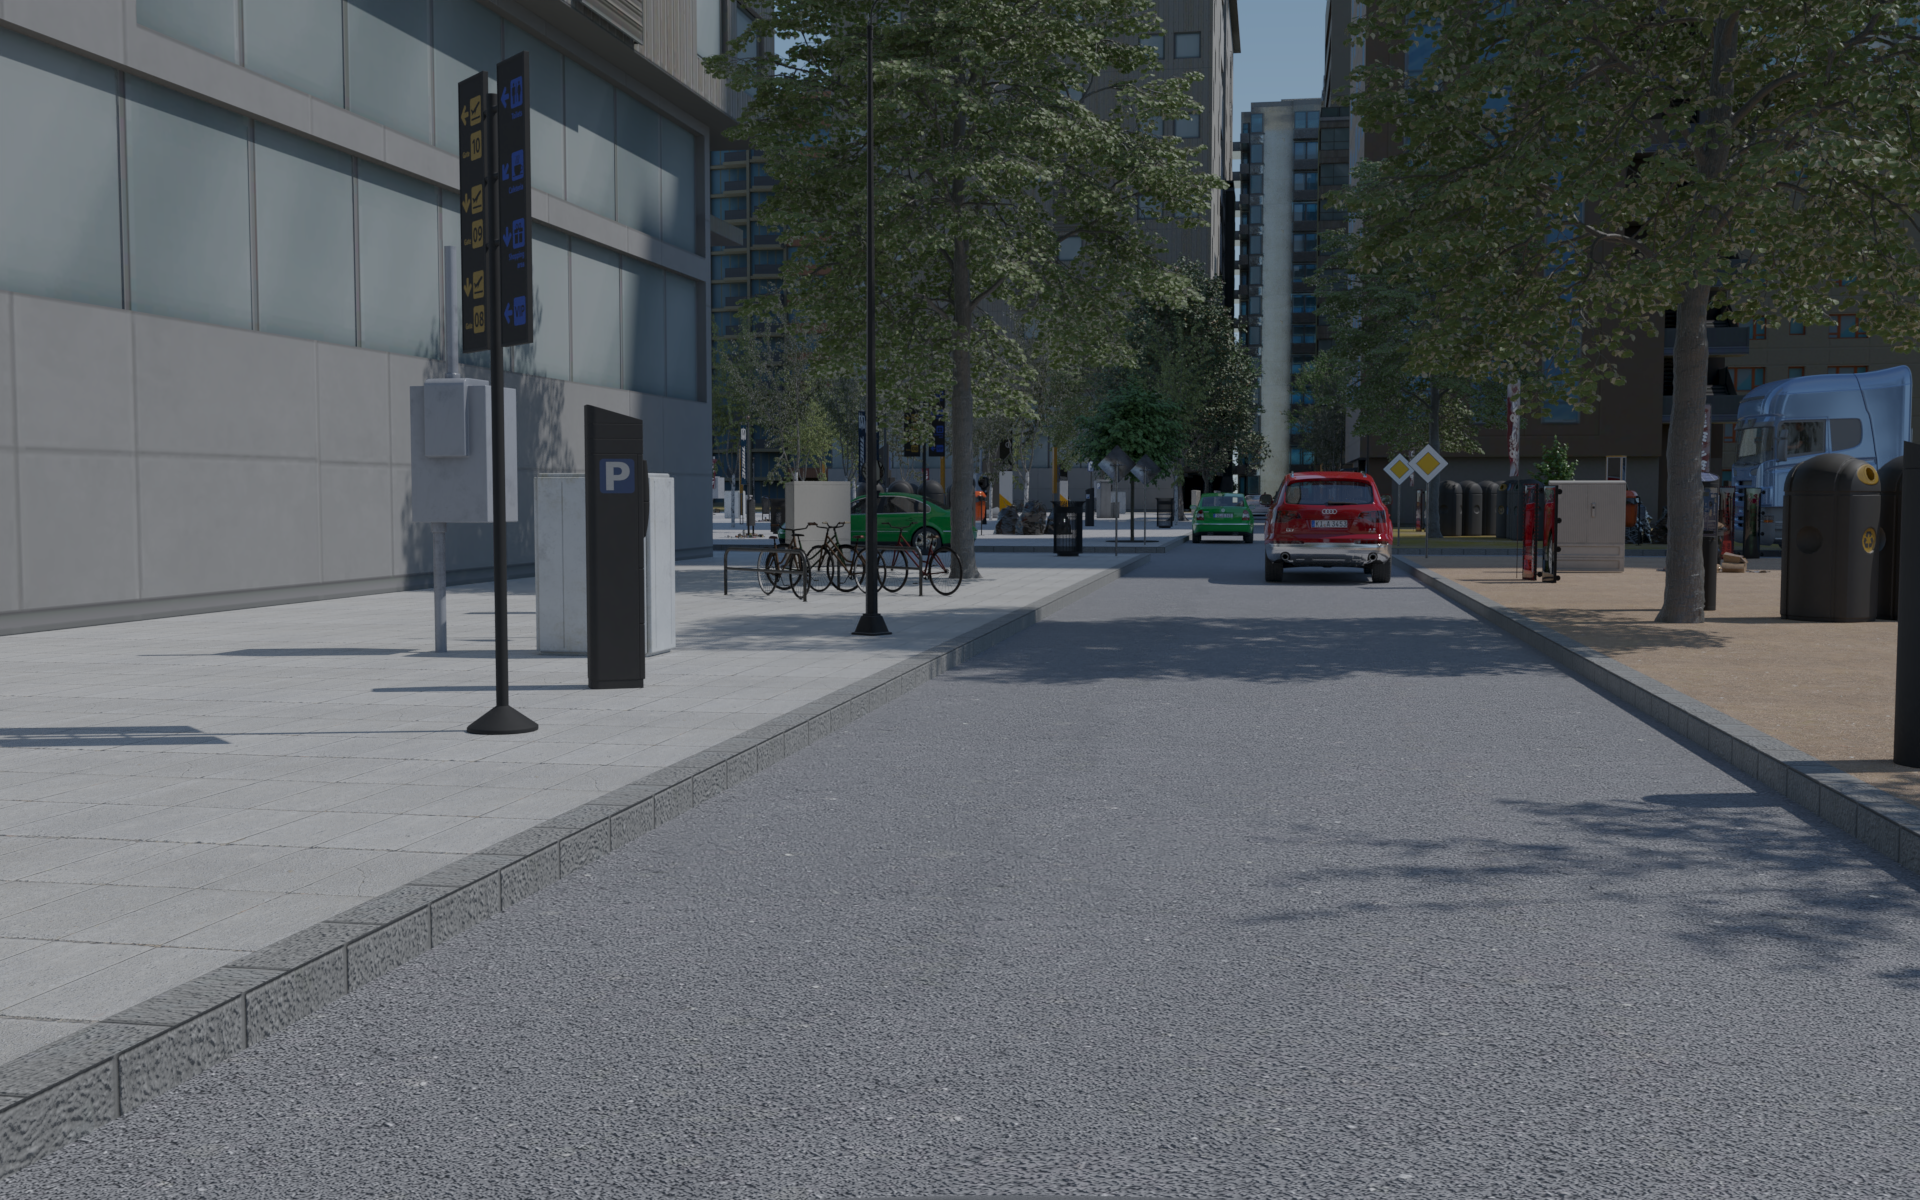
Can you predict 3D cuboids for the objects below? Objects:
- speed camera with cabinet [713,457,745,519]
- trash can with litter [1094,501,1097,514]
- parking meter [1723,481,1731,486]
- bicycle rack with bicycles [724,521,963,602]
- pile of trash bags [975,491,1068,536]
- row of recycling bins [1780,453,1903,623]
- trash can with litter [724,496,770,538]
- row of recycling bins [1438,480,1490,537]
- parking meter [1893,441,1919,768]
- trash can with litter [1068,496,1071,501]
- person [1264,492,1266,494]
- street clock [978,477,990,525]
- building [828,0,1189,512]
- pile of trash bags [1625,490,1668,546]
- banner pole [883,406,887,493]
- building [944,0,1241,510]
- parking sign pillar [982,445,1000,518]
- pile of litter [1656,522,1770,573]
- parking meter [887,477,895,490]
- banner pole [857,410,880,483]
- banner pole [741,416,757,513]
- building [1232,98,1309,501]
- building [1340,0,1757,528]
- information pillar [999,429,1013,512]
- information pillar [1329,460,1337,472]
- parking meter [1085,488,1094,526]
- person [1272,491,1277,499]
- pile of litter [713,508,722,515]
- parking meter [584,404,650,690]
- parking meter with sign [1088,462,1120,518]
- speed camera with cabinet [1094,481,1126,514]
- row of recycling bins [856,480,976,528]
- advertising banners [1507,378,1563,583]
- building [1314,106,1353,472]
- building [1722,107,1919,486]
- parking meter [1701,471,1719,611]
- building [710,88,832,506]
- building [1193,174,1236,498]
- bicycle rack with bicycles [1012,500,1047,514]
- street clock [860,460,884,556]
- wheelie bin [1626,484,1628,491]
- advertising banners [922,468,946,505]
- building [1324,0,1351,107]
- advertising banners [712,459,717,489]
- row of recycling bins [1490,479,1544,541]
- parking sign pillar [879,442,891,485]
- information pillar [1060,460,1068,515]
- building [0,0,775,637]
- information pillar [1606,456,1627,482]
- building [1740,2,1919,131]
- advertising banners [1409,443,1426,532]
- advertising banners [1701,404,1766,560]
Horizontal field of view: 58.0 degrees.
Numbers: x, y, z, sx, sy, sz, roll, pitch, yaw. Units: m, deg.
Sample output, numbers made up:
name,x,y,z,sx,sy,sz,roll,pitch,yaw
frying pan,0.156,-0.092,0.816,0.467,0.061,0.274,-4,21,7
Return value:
name,x,y,z,sx,sy,sz,roll,pitch,yaw
speed camera with cabinet,-12.281,-5.922,91.161,2.038,3.252,0.660,2,4,30
trash can with litter,8.260,-5.702,104.609,1.055,1.170,0.624,1,4,11
parking meter,33.296,-4.244,75.108,0.399,1.863,0.255,-2,4,-33
bicycle rack with bicycles,-1.731,-0.529,22.037,2.852,0.926,2.925,-3,4,-39
pile of trash bags,1.732,-2.736,54.485,3.447,1.369,1.912,-2,4,-32
row of recycling bins,10.185,-0.647,17.698,3.534,1.692,1.069,0,4,-2
trash can with litter,-6.370,-2.441,50.969,1.678,1.210,2.233,1,4,9
row of recycling bins,15.892,-2.828,53.345,3.534,1.692,1.069,-3,4,-37
parking meter,4.630,0.016,8.157,0.372,1.533,0.369,0,3,0
trash can with litter,7.060,-6.601,119.306,1.055,1.170,0.624,-2,4,-33
person,29.875,-9.748,169.348,0.415,1.643,0.593,-3,5,-44
street clock,1.005,-4.177,72.869,0.471,2.002,0.358,2,4,33
building,6.324,-33.269,133.188,28.713,52.752,27.495,1,4,10
pile of trash bags,17.617,-2.122,44.451,1.912,1.369,3.447,3,4,38
banner pole,-2.347,-3.609,49.020,0.863,3.779,0.401,0,4,2
building,14.808,-36.139,180.118,27.495,52.752,28.713,1,4,10
parking sign pillar,1.636,-6.317,91.761,1.447,3.967,1.447,-2,4,-33
pile of litter,12.423,-0.890,28.512,1.719,0.858,1.176,2,4,30
parking meter,-2.458,-3.369,60.801,0.255,1.863,0.399,-2,4,-29
banner pole,-2.532,-3.423,45.989,0.401,3.779,0.863,1,4,22
banner pole,-6.844,-3.993,55.303,0.401,3.779,0.863,1,4,15
building,47.796,-36.008,208.336,30.456,49.044,23.786,1,4,10
building,23.459,-25.757,71.245,14.600,45.320,14.200,1,4,10
information pillar,1.683,-4.375,62.887,0.504,3.616,0.183,0,4,1
information pillar,24.628,-7.525,114.383,0.504,3.616,0.183,1,4,21
parking meter,5.150,-3.694,68.814,0.372,1.533,0.369,0,3,0
person,32.038,-10.178,175.645,0.721,1.736,1.217,-1,4,-22
pile of litter,-16.775,-6.364,118.022,1.176,0.858,1.719,2,4,33
parking meter,-2.267,-0.352,11.467,0.399,1.863,0.255,-1,4,-18
parking meter with sign,7.616,-5.824,91.482,1.738,3.016,0.543,-2,4,-29
speed camera with cabinet,9.827,-7.291,113.549,2.038,3.252,0.660,-1,4,-13
row of recycling bins,-1.289,-2.686,51.033,3.534,1.692,1.069,-1,4,-9
advertising banners,8.507,-1.808,25.755,0.090,3.025,2.074,0,4,-3
building,34.132,-22.002,131.432,14.160,30.474,14.107,1,4,10
building,38.271,-15.549,99.267,27.650,21.520,28.899,1,4,10
parking meter,8.171,-0.656,19.139,0.372,1.533,0.369,0,3,0
building,-12.307,-32.669,188.754,28.867,44.769,22.147,1,4,10
building,17.154,-23.390,154.121,14.160,30.474,14.107,1,4,10
bicycle rack with bicycles,3.871,-6.007,111.599,2.852,0.926,2.925,-2,4,-29
street clock,-1.814,-1.917,35.918,0.471,2.002,0.358,-1,4,-11
wheelie bin,19.507,-2.664,51.459,0.980,1.594,0.693,3,5,43
advertising banners,-1.567,-7.375,116.768,2.074,3.025,0.090,-1,4,-8
building,42.027,-32.040,147.563,21.300,48.544,21.600,1,4,10
advertising banners,-13.081,-5.501,86.124,2.074,3.025,0.090,1,4,8
row of recycling bins,15.891,-2.558,48.944,1.069,1.692,3.534,1,4,8
parking sign pillar,-4.262,-6.249,90.642,1.447,3.967,1.447,1,4,23
information pillar,6.465,-7.111,107.617,0.504,3.616,0.183,1,4,12
building,-19.067,-26.656,25.060,27.495,52.752,28.713,1,4,10
information pillar,12.591,-1.761,33.286,0.304,2.012,0.304,2,4,35
building,82.613,-33.685,170.356,30.456,49.044,23.786,1,4,10
advertising banners,15.689,-3.848,59.108,0.090,3.025,2.074,0,4,-6
advertising banners,15.025,-2.307,33.900,2.074,3.025,0.090,-2,4,-26
